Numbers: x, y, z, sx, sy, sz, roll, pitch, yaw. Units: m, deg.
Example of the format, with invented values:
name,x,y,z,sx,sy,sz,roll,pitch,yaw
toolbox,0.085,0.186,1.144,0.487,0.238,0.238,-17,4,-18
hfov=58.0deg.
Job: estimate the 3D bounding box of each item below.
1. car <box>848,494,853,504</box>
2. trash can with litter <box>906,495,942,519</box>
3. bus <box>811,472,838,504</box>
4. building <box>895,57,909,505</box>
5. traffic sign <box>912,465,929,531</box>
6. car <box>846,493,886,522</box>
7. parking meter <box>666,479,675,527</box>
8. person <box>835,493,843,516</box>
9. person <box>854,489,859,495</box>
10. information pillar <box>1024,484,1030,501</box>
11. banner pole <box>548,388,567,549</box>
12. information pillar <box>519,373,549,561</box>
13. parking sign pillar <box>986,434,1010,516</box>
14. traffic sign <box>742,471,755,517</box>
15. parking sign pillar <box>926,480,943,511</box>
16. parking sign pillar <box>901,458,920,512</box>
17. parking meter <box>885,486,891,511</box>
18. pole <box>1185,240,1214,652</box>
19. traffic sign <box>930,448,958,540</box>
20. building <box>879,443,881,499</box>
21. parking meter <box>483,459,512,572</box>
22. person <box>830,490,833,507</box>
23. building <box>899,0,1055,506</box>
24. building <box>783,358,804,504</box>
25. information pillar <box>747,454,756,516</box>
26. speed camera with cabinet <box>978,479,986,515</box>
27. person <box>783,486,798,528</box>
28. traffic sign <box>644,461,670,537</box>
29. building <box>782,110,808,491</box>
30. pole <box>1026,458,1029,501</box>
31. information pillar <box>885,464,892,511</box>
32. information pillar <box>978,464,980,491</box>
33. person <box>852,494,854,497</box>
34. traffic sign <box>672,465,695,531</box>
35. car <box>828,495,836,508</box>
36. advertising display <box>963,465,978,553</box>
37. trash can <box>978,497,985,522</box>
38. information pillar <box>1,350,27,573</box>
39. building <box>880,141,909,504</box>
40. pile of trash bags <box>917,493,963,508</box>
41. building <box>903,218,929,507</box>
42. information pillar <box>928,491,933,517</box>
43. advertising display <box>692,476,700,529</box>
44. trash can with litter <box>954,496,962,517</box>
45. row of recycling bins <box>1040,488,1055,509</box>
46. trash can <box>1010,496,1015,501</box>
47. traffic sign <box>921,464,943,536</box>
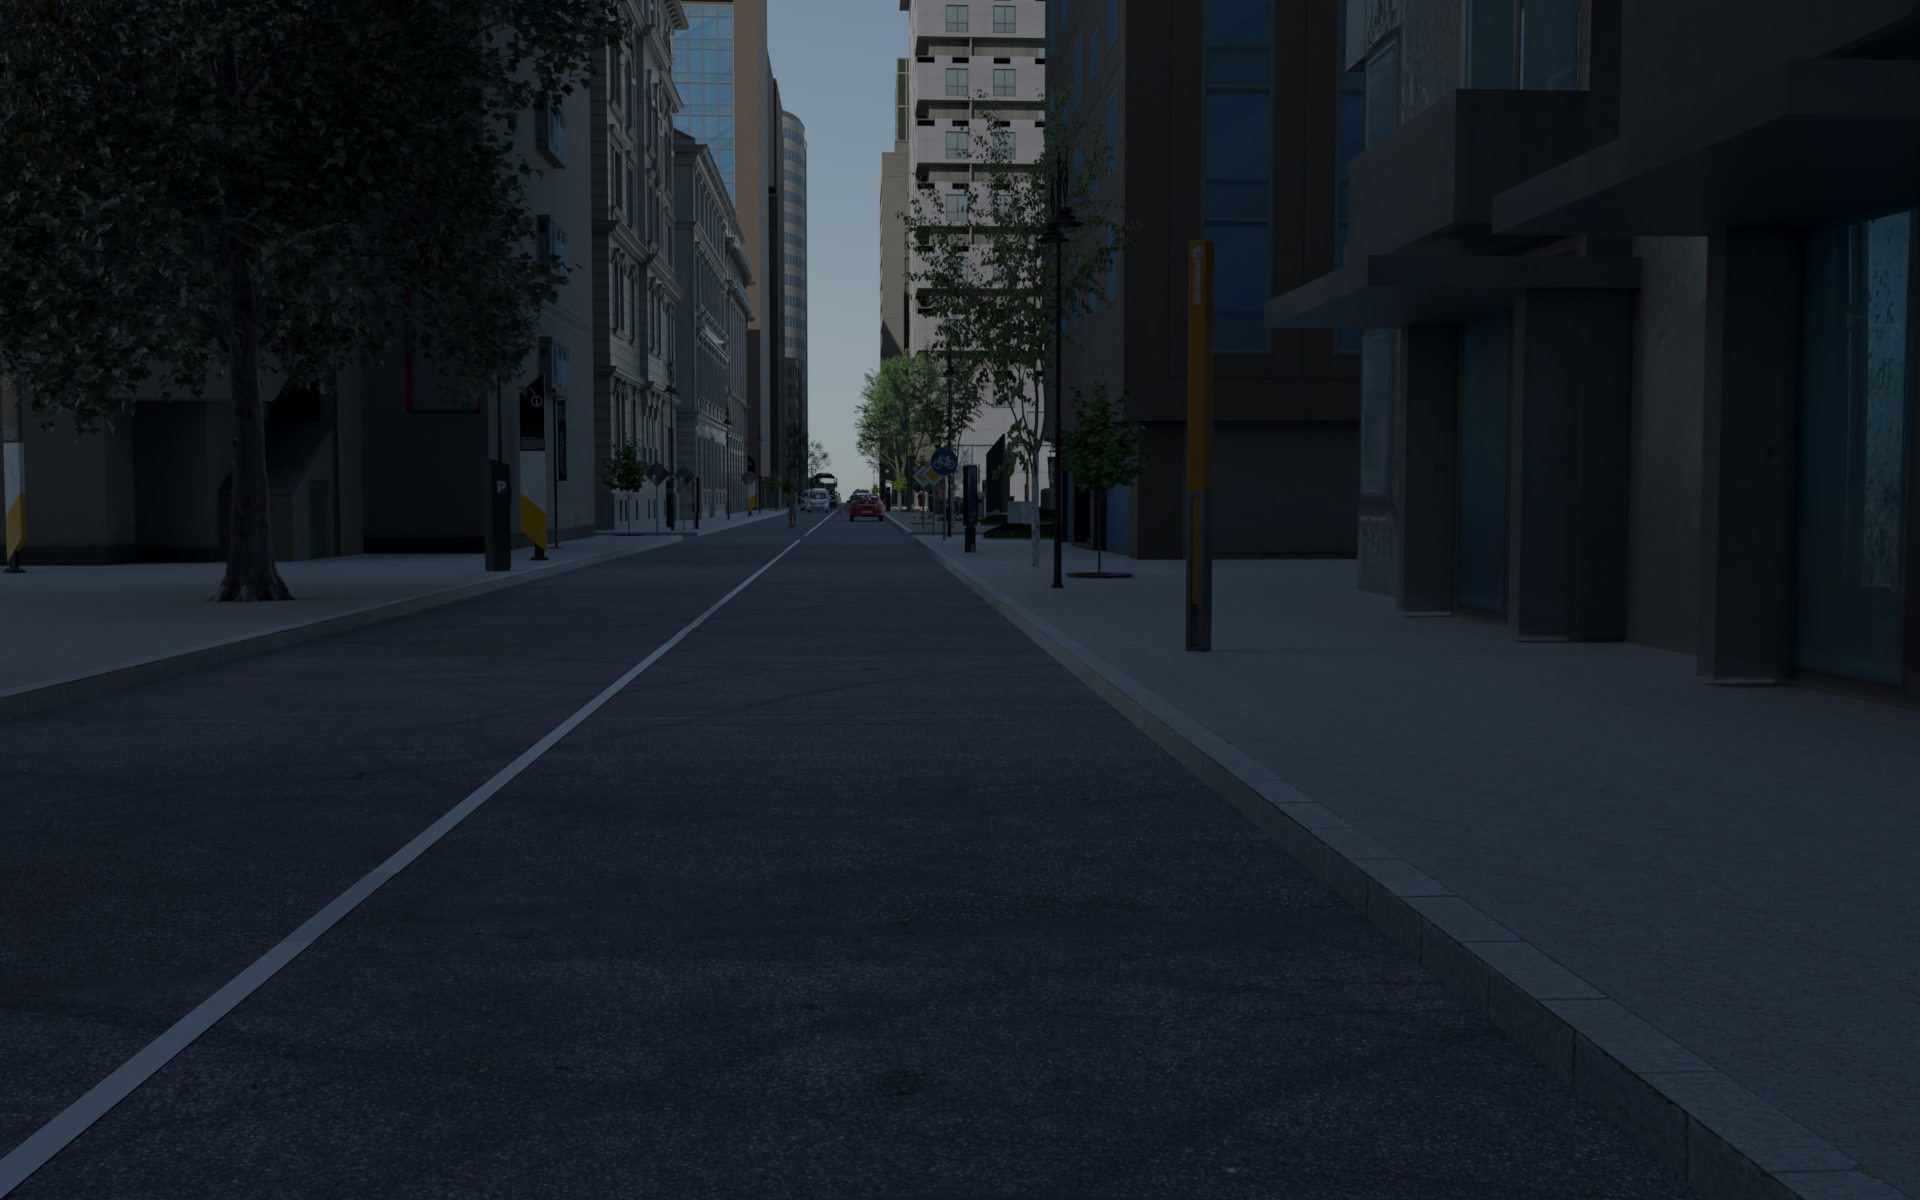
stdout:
name,x,y,z,sx,sy,sz,roll,pitch,yaw
car,-14.442,-14.002,239.157,2.015,1.641,3.980,0,4,-4
trash can with litter,-1.717,-4.792,89.406,2.233,1.210,1.678,-1,4,-9
bus,-15.655,-12.831,201.332,2.896,3.916,12.252,0,4,-2
building,-2.384,-51.719,283.851,20.563,71.187,20.611,0,4,-3
traffic sign,-1.270,-3.468,60.350,0.795,2.450,0.064,0,4,-3
car,-4.972,-5.067,91.887,2.155,1.783,4.494,0,4,-4
parking meter,-11.190,-3.744,66.918,0.255,1.863,0.399,1,4,8
person,-7.790,-6.174,112.038,0.523,1.515,0.503,1,4,22
person,-7.728,-7.435,129.917,0.638,1.841,0.748,-2,4,-24
information pillar,4.860,-7.409,125.631,0.304,2.012,0.304,1,4,18
banner pole,-9.403,-3.097,40.660,0.401,3.779,0.863,-3,4,-37
information pillar,-8.213,-2.570,33.382,0.504,3.616,0.183,-1,4,-10
parking sign pillar,1.706,-5.463,77.786,1.447,3.967,1.447,-2,4,-35
traffic sign,-11.869,-5.938,97.190,0.768,2.556,0.104,0,4,0
parking sign pillar,-1.878,-8.893,133.874,1.447,3.967,1.447,0,4,2
parking sign pillar,-3.641,-8.495,127.361,1.447,3.967,1.447,0,4,6
parking meter,-5.345,-7.518,128.623,0.399,1.863,0.255,0,4,2
pole,1.950,-1.237,14.063,0.158,3.312,0.155,0,3,0
traffic sign,-0.438,-2.933,48.056,0.768,2.556,0.104,0,3,0
building,1.838,-25.433,260.865,27.650,21.520,28.899,0,4,-3
parking meter,-7.692,-1.414,28.832,0.255,1.863,0.399,3,4,39
person,-14.285,-11.281,192.575,0.705,1.869,1.348,0,4,-5
building,9.032,-35.047,162.250,28.713,52.752,27.495,0,4,-3
building,-35.411,-23.726,232.961,27.650,21.520,28.899,0,4,-3
information pillar,-12.224,-6.729,101.379,0.504,3.616,0.183,-1,4,-9
speed camera with cabinet,1.436,-6.683,103.596,0.660,3.252,2.038,-1,4,-19
person,-7.236,-3.972,73.803,0.532,1.782,0.716,-2,4,-33
traffic sign,-9.077,-2.952,51.909,0.795,2.450,0.064,0,4,-3
building,-33.852,-43.944,260.476,21.231,58.520,28.212,0,4,-3
pole,3.863,-6.435,99.057,0.158,3.312,0.155,0,3,0
information pillar,-5.577,-8.761,134.593,0.504,3.616,0.183,-1,4,-10
information pillar,1.465,-8.726,134.020,0.183,3.616,0.504,0,4,-8
person,-12.602,-12.340,210.278,1.348,1.821,0.705,1,4,11
traffic sign,-9.551,-3.440,59.880,0.795,2.450,0.064,0,4,-3
car,-13.730,-10.221,179.685,1.945,1.354,3.894,0,4,-4
advertising display,0.227,-2.023,38.296,0.123,1.923,0.974,1,4,13
trash can,0.805,-4.183,80.045,0.748,1.137,0.748,0,3,0
information pillar,-15.336,-2.245,28.061,0.504,3.616,0.183,2,4,35
building,-0.009,-37.337,234.163,21.300,48.544,21.600,0,4,-3
pile of trash bags,-1.119,-6.304,112.820,3.447,1.369,1.912,1,4,11
building,1.006,-25.171,183.253,14.160,30.474,14.107,0,4,-3
information pillar,-1.670,-5.688,97.494,0.304,2.012,0.304,0,4,-5
advertising display,-9.695,-3.571,63.595,0.123,1.923,0.974,-1,4,-17
trash can with litter,-0.308,-5.329,98.521,0.624,1.170,1.055,1,4,22
row of recycling bins,6.221,-6.720,116.982,1.069,1.692,3.534,1,4,17
trash can,3.949,-7.576,135.525,0.748,1.137,0.748,0,3,0
traffic sign,-0.796,-2.981,52.379,0.795,2.450,0.064,0,4,-3
